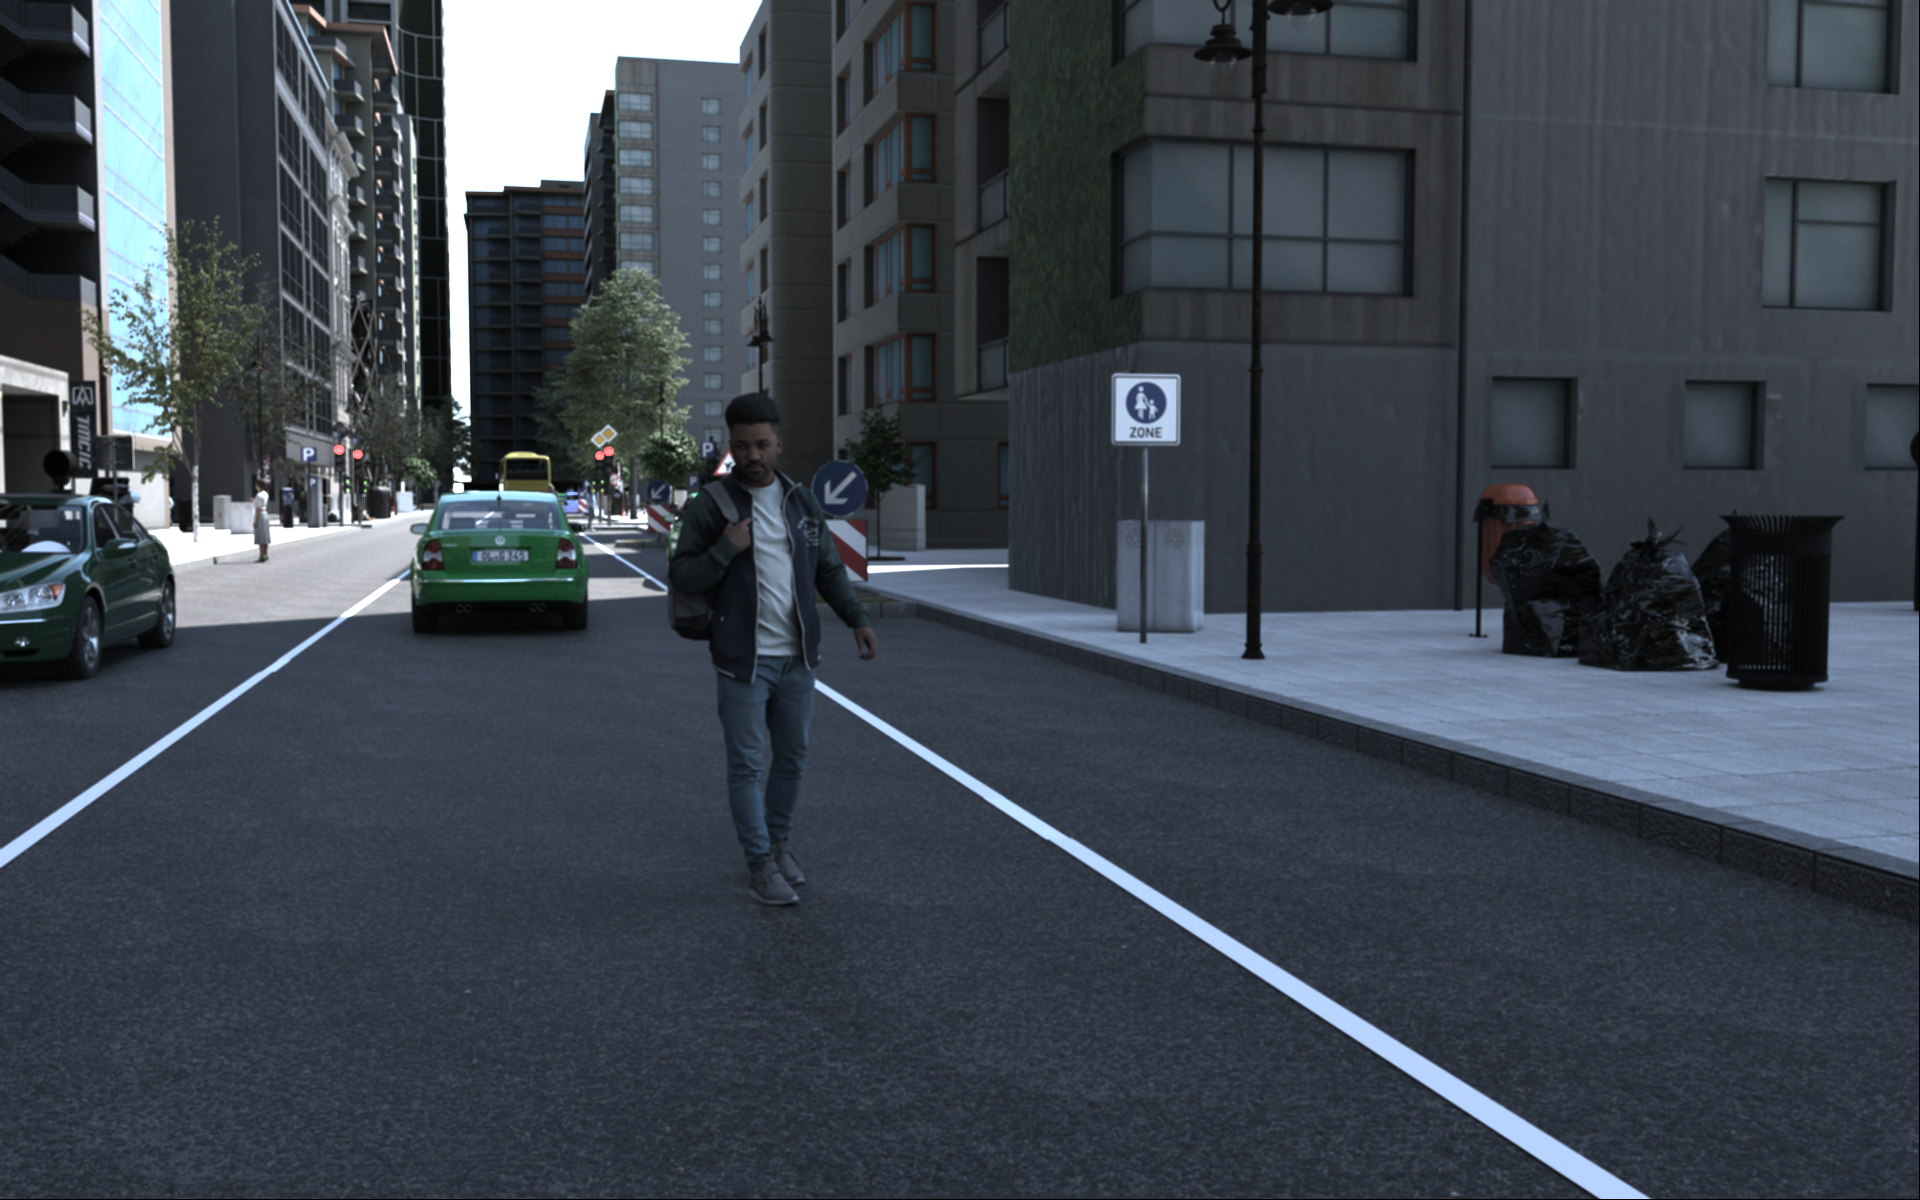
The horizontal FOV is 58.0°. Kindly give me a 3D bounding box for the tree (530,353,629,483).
[{"bbox_3d":[-33.192,-15.093,153.429,9.857,13.997,8.962,0,3,0],"label":"tree"}]

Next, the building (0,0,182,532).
[{"bbox_3d":[-33.371,-24.649,53.122,14.200,45.320,14.600,-1,4,-14],"label":"building"}]

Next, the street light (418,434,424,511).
[{"bbox_3d":[-40.435,-9.619,130.061,0.468,5.910,1.993,-1,4,-14],"label":"street light"}]

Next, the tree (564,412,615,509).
[{"bbox_3d":[-35.987,-13.076,164.152,4.737,8.622,4.395,0,3,0],"label":"tree"}]

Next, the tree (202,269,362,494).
[{"bbox_3d":[-23.072,-6.546,57.383,4.360,8.622,3.978,0,3,0],"label":"tree"}]

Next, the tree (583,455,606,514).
[{"bbox_3d":[-22.705,-7.841,111.920,4.285,4.588,4.351,0,3,0],"label":"tree"}]

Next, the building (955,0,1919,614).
[{"bbox_3d":[7.034,-20.906,25.404,14.154,41.232,14.086,-1,4,-14],"label":"building"}]

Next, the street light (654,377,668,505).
[{"bbox_3d":[-11.818,-5.865,68.681,0.468,5.910,1.993,-1,4,-14],"label":"street light"}]

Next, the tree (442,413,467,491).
[{"bbox_3d":[-46.523,-12.487,154.530,4.360,8.622,3.978,0,3,0],"label":"tree"}]

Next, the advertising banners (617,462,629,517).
[{"bbox_3d":[-18.667,-6.101,95.933,0.090,3.025,2.074,0,4,6],"label":"advertising banners"}]

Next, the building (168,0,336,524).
[{"bbox_3d":[-39.639,-17.852,85.390,14.314,27.812,24.014,-1,4,-14],"label":"building"}]

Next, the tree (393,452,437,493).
[{"bbox_3d":[-42.983,-9.357,136.702,4.285,4.588,4.351,0,3,0],"label":"tree"}]

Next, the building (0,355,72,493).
[{"bbox_3d":[-26.772,-35.955,26.123,20.563,71.187,20.611,-1,4,-14],"label":"building"}]

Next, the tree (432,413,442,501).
[{"bbox_3d":[-34.629,-9.535,106.264,4.360,8.622,3.978,0,3,0],"label":"tree"}]

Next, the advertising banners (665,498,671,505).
[{"bbox_3d":[-24.209,-9.082,144.681,2.074,3.025,0.090,2,4,34],"label":"advertising banners"}]

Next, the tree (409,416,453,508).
[{"bbox_3d":[-49.241,-12.933,161.814,4.737,8.622,4.395,0,3,0],"label":"tree"}]

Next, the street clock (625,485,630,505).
[{"bbox_3d":[-25.874,-7.960,134.709,0.471,2.002,0.358,3,4,38],"label":"street clock"}]

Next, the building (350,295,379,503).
[{"bbox_3d":[-52.044,-15.943,128.114,16.820,18.784,16.811,-1,4,-14],"label":"building"}]

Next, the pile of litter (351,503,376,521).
[{"bbox_3d":[-28.387,-4.184,82.366,1.176,0.858,1.719,-1,4,-16],"label":"pile of litter"}]

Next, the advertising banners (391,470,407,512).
[{"bbox_3d":[-41.304,-7.950,126.177,2.074,3.025,0.090,0,4,-1],"label":"advertising banners"}]

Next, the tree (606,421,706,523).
[{"bbox_3d":[-13.022,-5.788,78.348,4.285,4.588,4.351,0,3,0],"label":"tree"}]

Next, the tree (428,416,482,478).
[{"bbox_3d":[-60.683,-16.677,207.082,7.601,10.594,8.767,0,4,-5],"label":"tree"}]

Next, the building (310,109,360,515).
[{"bbox_3d":[-45.649,-19.630,108.338,14.401,28.519,23.554,-1,4,-14],"label":"building"}]

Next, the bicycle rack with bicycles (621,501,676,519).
[{"bbox_3d":[-16.505,-4.736,90.810,2.852,0.926,2.925,-2,4,-32],"label":"bicycle rack with bicycles"}]

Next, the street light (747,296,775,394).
[{"bbox_3d":[-4.672,-4.151,40.660,0.468,5.910,1.993,-1,4,-14],"label":"street light"}]

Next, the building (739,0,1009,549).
[{"bbox_3d":[8.423,-12.947,56.731,27.650,21.520,28.899,-1,4,-14],"label":"building"}]

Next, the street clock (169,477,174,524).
[{"bbox_3d":[-33.673,-4.235,73.809,0.358,2.002,0.471,-3,5,-41],"label":"street clock"}]

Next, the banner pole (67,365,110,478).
[{"bbox_3d":[-16.845,-2.671,33.685,0.863,3.779,0.401,-1,4,-18],"label":"banner pole"}]

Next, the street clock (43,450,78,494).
[{"bbox_3d":[-14.797,-1.466,28.538,0.471,2.002,0.358,0,4,7],"label":"street clock"}]

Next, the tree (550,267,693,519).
[{"bbox_3d":[-16.810,-10.326,86.962,7.486,12.596,7.792,0,3,0],"label":"tree"}]

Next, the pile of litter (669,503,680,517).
[{"bbox_3d":[-15.904,-5.033,96.260,1.719,0.858,1.176,1,4,9],"label":"pile of litter"}]

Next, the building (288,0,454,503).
[{"bbox_3d":[-80.677,-48.823,236.500,20.611,71.187,20.563,-1,4,-14],"label":"building"}]

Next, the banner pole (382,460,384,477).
[{"bbox_3d":[-42.743,-8.460,128.343,0.401,3.779,0.863,-2,4,-29],"label":"banner pole"}]

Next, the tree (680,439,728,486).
[{"bbox_3d":[-8.580,-4.007,60.117,1.663,3.219,1.824,0,3,0],"label":"tree"}]

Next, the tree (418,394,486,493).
[{"bbox_3d":[-57.581,-16.981,195.762,7.486,12.596,7.792,0,3,0],"label":"tree"}]

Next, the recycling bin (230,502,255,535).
[{"bbox_3d":[-22.699,-2.588,54.865,0.722,1.027,0.722,-1,4,-16],"label":"recycling bin"}]

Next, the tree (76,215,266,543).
[{"bbox_3d":[-20.253,-5.798,45.160,4.737,8.622,4.395,0,3,0],"label":"tree"}]

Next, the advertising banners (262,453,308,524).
[{"bbox_3d":[-29.148,-4.814,74.893,2.074,3.025,0.090,-1,4,-20],"label":"advertising banners"}]

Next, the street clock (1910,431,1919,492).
[{"bbox_3d":[10.302,-0.840,18.302,0.471,2.002,0.358,1,4,18],"label":"street clock"}]

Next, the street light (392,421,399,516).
[{"bbox_3d":[-33.514,-7.948,102.735,0.468,5.910,1.993,-1,4,-14],"label":"street light"}]

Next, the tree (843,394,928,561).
[{"bbox_3d":[-1.455,-2.392,33.713,1.663,3.219,1.824,0,3,0],"label":"tree"}]

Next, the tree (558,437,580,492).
[{"bbox_3d":[-41.442,-14.354,185.041,4.360,8.622,3.978,0,3,0],"label":"tree"}]

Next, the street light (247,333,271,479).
[{"bbox_3d":[-20.111,-4.711,49.810,0.468,5.910,1.993,-1,4,-14],"label":"street light"}]

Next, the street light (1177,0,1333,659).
[{"bbox_3d":[2.289,-2.481,13.344,0.468,5.910,1.993,-1,4,-14],"label":"street light"}]

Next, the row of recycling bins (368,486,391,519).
[{"bbox_3d":[-30.333,-5.097,90.442,1.069,1.692,3.534,-1,4,-14],"label":"row of recycling bins"}]

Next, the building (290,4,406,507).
[{"bbox_3d":[-62.869,-30.768,157.682,22.147,44.769,28.867,-1,4,-14],"label":"building"}]

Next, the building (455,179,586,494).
[{"bbox_3d":[-56.175,-36.036,243.813,28.867,44.769,22.147,-1,4,-14],"label":"building"}]

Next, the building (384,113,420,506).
[{"bbox_3d":[-64.101,-30.336,179.595,14.154,41.232,14.086,-1,4,-14],"label":"building"}]

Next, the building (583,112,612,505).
[{"bbox_3d":[-34.678,-36.011,212.480,21.300,48.544,21.600,-1,4,-14],"label":"building"}]

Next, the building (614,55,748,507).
[{"bbox_3d":[-26.005,-29.554,166.798,14.154,41.232,14.086,-1,4,-14],"label":"building"}]

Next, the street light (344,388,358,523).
[{"bbox_3d":[-26.503,-6.278,75.431,0.468,5.910,1.993,-1,4,-14],"label":"street light"}]

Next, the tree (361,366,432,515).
[{"bbox_3d":[-32.562,-9.016,97.778,4.360,8.622,3.978,0,3,0],"label":"tree"}]

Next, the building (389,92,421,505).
[{"bbox_3d":[-74.920,-35.417,202.771,21.600,48.544,21.300,-1,4,-14],"label":"building"}]

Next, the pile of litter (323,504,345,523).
[{"bbox_3d":[-28.412,-3.877,77.348,1.719,0.858,1.176,0,4,-1],"label":"pile of litter"}]

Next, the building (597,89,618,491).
[{"bbox_3d":[-27.703,-32.645,188.378,22.147,44.769,28.867,-1,4,-14],"label":"building"}]
